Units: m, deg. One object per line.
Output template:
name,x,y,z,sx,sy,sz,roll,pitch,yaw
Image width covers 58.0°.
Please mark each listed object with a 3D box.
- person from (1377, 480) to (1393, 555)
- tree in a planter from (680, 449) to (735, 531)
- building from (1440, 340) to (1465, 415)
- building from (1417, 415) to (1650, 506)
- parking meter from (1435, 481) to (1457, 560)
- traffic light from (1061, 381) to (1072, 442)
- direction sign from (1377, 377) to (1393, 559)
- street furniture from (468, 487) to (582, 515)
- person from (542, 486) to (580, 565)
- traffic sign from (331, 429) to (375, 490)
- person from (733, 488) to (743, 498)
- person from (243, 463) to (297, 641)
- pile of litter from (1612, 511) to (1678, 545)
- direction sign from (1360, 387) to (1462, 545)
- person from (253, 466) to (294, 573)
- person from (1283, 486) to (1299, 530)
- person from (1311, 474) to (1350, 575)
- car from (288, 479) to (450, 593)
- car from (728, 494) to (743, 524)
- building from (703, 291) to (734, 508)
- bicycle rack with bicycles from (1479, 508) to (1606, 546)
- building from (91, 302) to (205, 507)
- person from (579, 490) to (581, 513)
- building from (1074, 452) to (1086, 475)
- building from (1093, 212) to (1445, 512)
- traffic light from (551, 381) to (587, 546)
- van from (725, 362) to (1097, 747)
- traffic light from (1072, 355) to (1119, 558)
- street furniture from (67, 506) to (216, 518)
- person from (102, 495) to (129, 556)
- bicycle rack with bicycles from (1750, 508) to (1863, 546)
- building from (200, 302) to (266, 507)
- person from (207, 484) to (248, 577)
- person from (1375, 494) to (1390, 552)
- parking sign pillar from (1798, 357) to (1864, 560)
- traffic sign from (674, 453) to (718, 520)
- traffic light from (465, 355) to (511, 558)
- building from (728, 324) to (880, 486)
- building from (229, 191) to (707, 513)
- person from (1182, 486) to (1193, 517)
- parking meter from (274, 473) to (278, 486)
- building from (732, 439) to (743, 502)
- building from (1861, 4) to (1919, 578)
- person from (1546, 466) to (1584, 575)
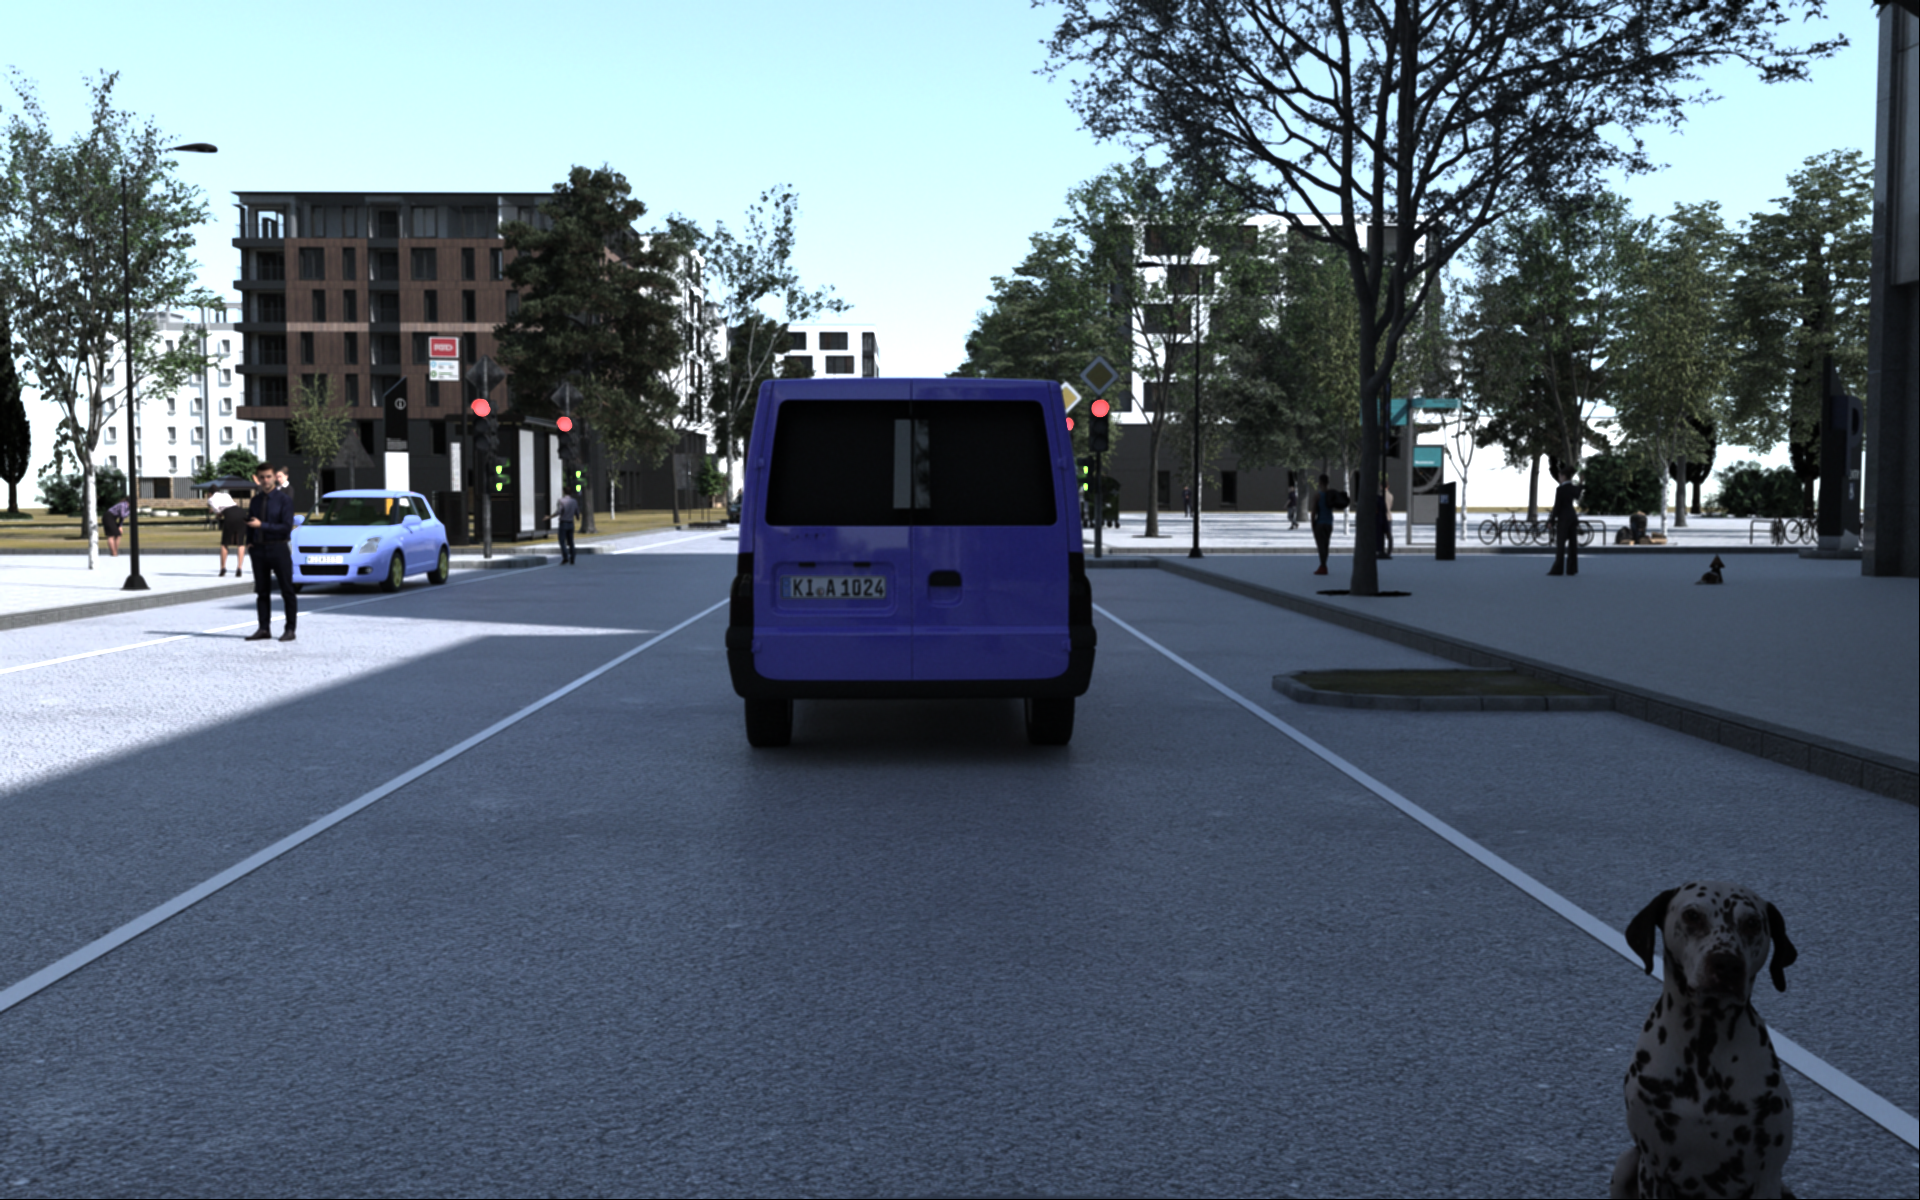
person,9.566,-1.862,39.481,0.617,1.759,0.750,-2,4,-24
tree in a planter,-9.885,-4.331,68.041,1.991,3.239,1.994,0,4,-1
building,56.011,-22.166,218.841,11.380,20.091,16.016,0,4,-1
building,58.874,-14.737,183.089,28.070,9.664,9.099,0,4,-1
parking meter,9.456,-1.547,33.701,0.372,1.533,0.369,0,3,0
traffic light,2.575,-3.270,42.703,0.839,4.213,0.868,0,4,-1
direction sign,8.341,-2.573,34.064,0.379,3.537,0.876,0,4,2
street furniture,-26.957,-6.112,106.792,9.812,1.723,11.010,3,5,43
person,-7.962,-1.503,35.040,0.435,1.587,0.963,2,4,34
traffic sign,-12.116,-2.113,34.552,0.884,2.594,0.081,0,4,2
person,-17.790,-8.155,140.095,1.217,1.735,0.721,-1,4,-18
person,-6.788,-0.473,16.938,0.576,1.737,0.504,0,4,7
pile of litter,17.370,-1.831,43.901,1.719,0.858,1.176,0,4,5
direction sign,11.264,-3.304,42.787,2.525,3.948,1.411,0,4,-1
person,-11.076,-1.288,27.909,0.742,1.727,0.445,0,4,2
person,11.900,-3.290,62.045,0.569,1.553,0.471,-1,4,-22
person,5.849,-1.207,27.647,0.647,1.594,0.662,-2,4,-31
car,-9.035,-1.022,26.301,1.945,1.707,3.694,0,4,-1
car,-10.335,-4.603,85.045,2.009,1.686,4.222,0,4,-1
building,-30.323,-19.053,167.929,16.016,20.091,11.380,0,4,-1
bicycle rack with bicycles,14.892,-1.843,43.517,2.852,0.926,2.925,-2,4,-24
building,-79.429,-19.610,177.046,11.380,20.091,16.016,0,4,-1
person,-24.777,-6.624,114.213,0.709,1.838,0.599,2,4,26
building,3.708,-16.666,214.629,28.070,9.664,9.099,0,4,-1
building,24.532,-18.252,142.401,27.936,21.610,32.646,0,4,-1
traffic light,-9.583,-3.252,42.410,0.839,4.213,0.868,0,4,-1
van,-0.359,-0.436,11.511,2.240,2.365,5.245,0,4,-2
traffic light,2.757,-2.781,34.720,0.839,4.213,0.868,0,4,-1
street furniture,-45.704,-5.094,98.916,5.734,0.657,10.072,1,4,23
person,-17.836,-1.532,36.787,0.697,1.427,0.421,-1,4,-16
bicycle rack with bicycles,21.350,-1.862,43.832,2.852,0.926,2.925,0,4,6
building,-68.044,-19.604,176.939,11.380,20.091,16.016,0,4,-1
person,-11.433,-1.085,26.964,0.799,1.438,0.628,0,4,3
person,5.980,-1.005,24.846,0.453,1.535,0.546,-2,4,-28
parking sign pillar,17.552,-2.814,34.482,1.447,3.967,1.447,3,5,42
traffic sign,-13.188,-5.664,86.471,2.265,3.308,0.079,0,4,1
traffic light,-9.401,-2.763,34.427,0.839,4.213,0.868,0,4,-1
building,-26.843,-23.142,222.351,32.646,21.610,27.936,0,4,-1
building,-35.563,-17.723,133.747,27.936,21.610,32.646,0,4,-1
person,12.578,-5.457,95.710,0.683,1.767,0.568,1,4,14
parking meter,-17.416,-2.329,43.785,0.255,1.863,0.399,-3,4,-37
building,-37.014,-14.602,180.885,28.070,9.664,9.099,0,4,-1
building,20.406,-12.152,16.705,12.078,24.808,19.932,0,4,-1
person,9.632,-1.264,27.507,0.445,1.727,0.742,2,4,35
